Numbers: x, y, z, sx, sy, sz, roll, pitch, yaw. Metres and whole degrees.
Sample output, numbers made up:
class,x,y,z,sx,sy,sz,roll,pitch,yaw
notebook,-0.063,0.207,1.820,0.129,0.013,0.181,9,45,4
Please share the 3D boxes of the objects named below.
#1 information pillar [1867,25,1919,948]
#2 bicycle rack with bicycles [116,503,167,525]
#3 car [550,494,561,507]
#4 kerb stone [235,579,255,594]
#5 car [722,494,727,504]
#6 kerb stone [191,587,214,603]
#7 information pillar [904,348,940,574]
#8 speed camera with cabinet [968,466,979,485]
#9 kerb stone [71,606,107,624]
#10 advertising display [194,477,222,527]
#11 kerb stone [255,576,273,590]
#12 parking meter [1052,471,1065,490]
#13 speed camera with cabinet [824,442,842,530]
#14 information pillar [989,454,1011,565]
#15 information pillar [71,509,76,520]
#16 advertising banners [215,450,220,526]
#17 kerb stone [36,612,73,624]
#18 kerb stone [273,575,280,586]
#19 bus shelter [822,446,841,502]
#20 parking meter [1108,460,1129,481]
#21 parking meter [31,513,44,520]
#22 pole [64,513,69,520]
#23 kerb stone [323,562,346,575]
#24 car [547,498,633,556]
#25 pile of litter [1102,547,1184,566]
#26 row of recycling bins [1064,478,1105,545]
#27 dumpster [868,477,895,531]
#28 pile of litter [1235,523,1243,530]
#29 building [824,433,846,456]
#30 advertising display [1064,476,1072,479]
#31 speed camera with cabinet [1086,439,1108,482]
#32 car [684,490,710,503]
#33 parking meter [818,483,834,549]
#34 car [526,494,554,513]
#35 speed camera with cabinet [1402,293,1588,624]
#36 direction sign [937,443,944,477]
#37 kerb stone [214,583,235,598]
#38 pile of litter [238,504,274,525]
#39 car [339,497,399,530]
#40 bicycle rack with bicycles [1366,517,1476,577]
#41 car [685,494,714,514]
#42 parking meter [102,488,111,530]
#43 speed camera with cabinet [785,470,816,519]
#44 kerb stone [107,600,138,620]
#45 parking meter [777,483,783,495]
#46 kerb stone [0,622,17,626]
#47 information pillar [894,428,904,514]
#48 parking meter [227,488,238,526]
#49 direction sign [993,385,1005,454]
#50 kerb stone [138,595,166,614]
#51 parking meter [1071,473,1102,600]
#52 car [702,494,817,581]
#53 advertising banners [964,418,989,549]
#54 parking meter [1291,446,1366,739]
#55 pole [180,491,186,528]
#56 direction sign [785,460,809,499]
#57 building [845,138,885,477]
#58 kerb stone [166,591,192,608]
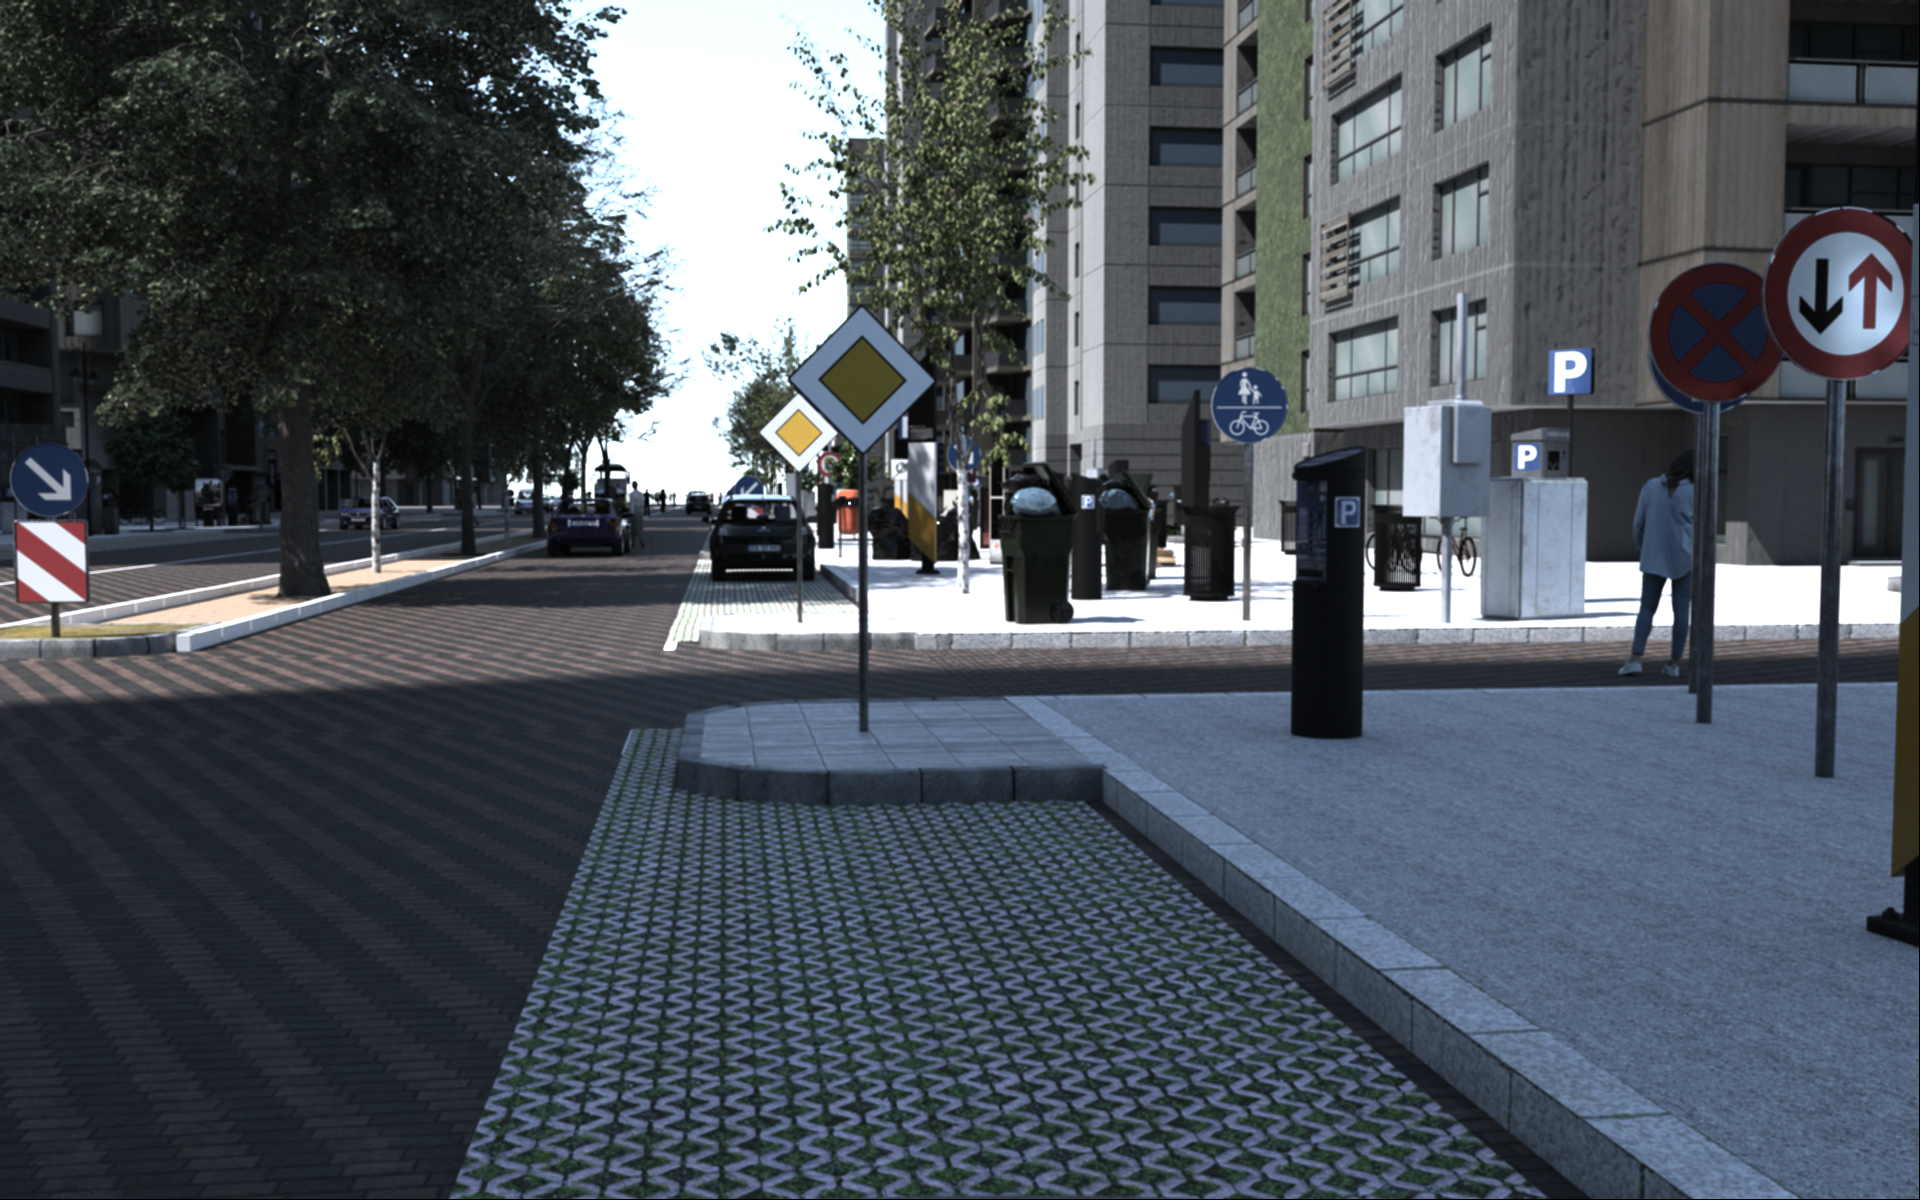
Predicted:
class,x,y,z,sx,sy,sz,roll,pitch,yaw
information pillar,2.816,-0.820,4.758,0.183,3.616,0.504,-1,4,-15
bicycle rack with bicycles,-34.844,-3.619,72.555,2.925,0.926,2.852,-2,4,-26
car,-40.969,-10.027,175.949,2.014,1.417,4.499,0,4,-7
kerb stone,-10.459,-0.174,25.097,0.120,0.150,1.000,0,4,-8
car,-30.966,-13.619,232.266,1.945,1.707,3.694,-1,4,-9
kerb stone,-10.176,-0.052,23.072,0.120,0.150,1.000,0,4,-8
information pillar,-0.590,-2.228,27.776,0.504,3.616,0.183,2,4,25
speed camera with cabinet,0.468,-4.656,70.466,0.660,3.252,2.038,0,4,2
kerb stone,-9.628,0.195,19.001,0.120,0.150,1.000,0,4,-8
advertising display,-29.166,-3.790,67.184,0.974,1.923,0.123,-1,4,-17
kerb stone,-10.591,-0.236,26.110,0.120,0.150,1.000,0,4,-8
parking meter,2.386,-2.278,42.954,0.399,1.863,0.255,-1,4,-16
speed camera with cabinet,-4.248,-4.190,62.848,0.660,3.252,2.038,-2,4,-29
information pillar,0.725,-1.657,31.581,0.304,2.012,0.304,1,4,22
information pillar,-40.808,-4.611,79.877,0.304,2.012,0.304,-3,5,-42
advertising banners,-29.623,-4.456,69.049,0.090,3.025,2.074,-1,4,-20
kerb stone,-9.496,0.260,17.988,0.120,0.150,1.000,0,4,-8
kerb stone,-10.736,-0.301,27.122,0.120,0.150,1.000,0,4,-8
bus shelter,-6.206,-5.844,86.838,1.731,3.624,6.357,0,4,-8
parking meter,2.724,-1.475,29.836,0.255,1.863,0.399,-1,4,-14
parking meter,-28.783,-2.959,54.091,0.399,1.863,0.255,1,4,9
pole,-44.768,-5.676,86.640,0.158,3.312,0.155,0,3,0
kerb stone,-11.285,-0.548,31.192,0.120,0.150,1.000,0,4,-8
car,-8.820,-1.761,41.373,1.945,1.354,3.894,0,4,-7
pile of litter,3.367,-1.037,30.918,1.719,0.858,1.176,0,4,2
row of recycling bins,2.558,-2.336,45.313,1.069,1.692,3.534,-3,4,-38
dumpster,-2.714,-3.232,58.601,1.264,1.857,1.865,0,4,-8
pile of litter,9.391,-2.927,61.824,1.719,0.858,1.176,1,4,16
building,-4.405,-24.115,239.314,27.650,21.520,28.899,0,4,-8
advertising display,3.717,-3.534,62.999,0.974,1.923,0.123,0,4,0
speed camera with cabinet,4.459,-4.110,61.542,0.660,3.252,2.038,3,5,44
car,-23.323,-8.868,153.656,2.281,1.827,5.304,-1,4,-9
parking meter,-3.150,-1.977,40.739,0.372,1.533,0.369,0,3,0
car,-32.847,-7.746,135.437,1.959,1.807,4.718,0,4,-7
speed camera with cabinet,5.466,-1.425,17.635,2.038,3.252,0.660,-2,4,-28
direction sign,-1.058,-5.206,77.113,0.876,3.537,0.379,-3,5,-40
kerb stone,-10.322,-0.108,24.084,0.120,0.150,1.000,0,4,-8
pile of litter,-29.803,-3.601,72.834,1.719,0.858,1.176,-1,4,-13
car,-23.857,-3.509,69.957,1.945,1.354,3.894,0,4,-6
bicycle rack with bicycles,6.818,-0.890,27.933,2.852,0.926,2.925,0,4,1
car,-18.534,-6.929,123.079,2.009,1.686,4.222,0,4,-6
parking meter,-30.892,-3.318,62.666,0.372,1.533,0.369,0,3,0
speed camera with cabinet,-8.010,-5.701,87.554,0.660,3.252,2.038,-2,4,-33
kerb stone,-9.765,0.133,20.018,0.120,0.150,1.000,0,4,-8
parking meter,-9.240,-5.087,88.881,0.255,1.863,0.399,-1,4,-9
kerb stone,-9.345,0.322,16.974,0.120,0.150,1.000,0,4,-8
information pillar,-1.739,-3.749,52.645,0.504,3.616,0.183,0,4,5
parking meter,-29.582,-3.794,70.437,0.372,1.533,0.369,0,3,0
direction sign,0.811,-2.714,36.376,0.379,3.537,0.876,1,4,16
kerb stone,-9.898,0.071,21.037,0.120,0.150,1.000,0,4,-8
parking meter,1.541,-0.774,21.073,0.372,1.533,0.369,0,3,0
car,-3.441,-1.229,29.883,2.009,1.686,4.222,0,4,-8
advertising banners,0.628,-2.729,40.812,0.090,3.025,2.074,2,4,31
parking meter,1.957,-0.049,9.206,0.372,1.533,0.369,0,3,0
pole,-29.061,-4.333,64.693,0.158,3.312,0.155,0,3,0
direction sign,-6.078,-4.433,64.471,0.876,3.537,0.379,0,4,-1
building,-6.416,-31.735,202.465,14.154,41.232,14.086,0,4,-8
kerb stone,-10.035,0.009,22.054,0.120,0.150,1.000,0,4,-8
